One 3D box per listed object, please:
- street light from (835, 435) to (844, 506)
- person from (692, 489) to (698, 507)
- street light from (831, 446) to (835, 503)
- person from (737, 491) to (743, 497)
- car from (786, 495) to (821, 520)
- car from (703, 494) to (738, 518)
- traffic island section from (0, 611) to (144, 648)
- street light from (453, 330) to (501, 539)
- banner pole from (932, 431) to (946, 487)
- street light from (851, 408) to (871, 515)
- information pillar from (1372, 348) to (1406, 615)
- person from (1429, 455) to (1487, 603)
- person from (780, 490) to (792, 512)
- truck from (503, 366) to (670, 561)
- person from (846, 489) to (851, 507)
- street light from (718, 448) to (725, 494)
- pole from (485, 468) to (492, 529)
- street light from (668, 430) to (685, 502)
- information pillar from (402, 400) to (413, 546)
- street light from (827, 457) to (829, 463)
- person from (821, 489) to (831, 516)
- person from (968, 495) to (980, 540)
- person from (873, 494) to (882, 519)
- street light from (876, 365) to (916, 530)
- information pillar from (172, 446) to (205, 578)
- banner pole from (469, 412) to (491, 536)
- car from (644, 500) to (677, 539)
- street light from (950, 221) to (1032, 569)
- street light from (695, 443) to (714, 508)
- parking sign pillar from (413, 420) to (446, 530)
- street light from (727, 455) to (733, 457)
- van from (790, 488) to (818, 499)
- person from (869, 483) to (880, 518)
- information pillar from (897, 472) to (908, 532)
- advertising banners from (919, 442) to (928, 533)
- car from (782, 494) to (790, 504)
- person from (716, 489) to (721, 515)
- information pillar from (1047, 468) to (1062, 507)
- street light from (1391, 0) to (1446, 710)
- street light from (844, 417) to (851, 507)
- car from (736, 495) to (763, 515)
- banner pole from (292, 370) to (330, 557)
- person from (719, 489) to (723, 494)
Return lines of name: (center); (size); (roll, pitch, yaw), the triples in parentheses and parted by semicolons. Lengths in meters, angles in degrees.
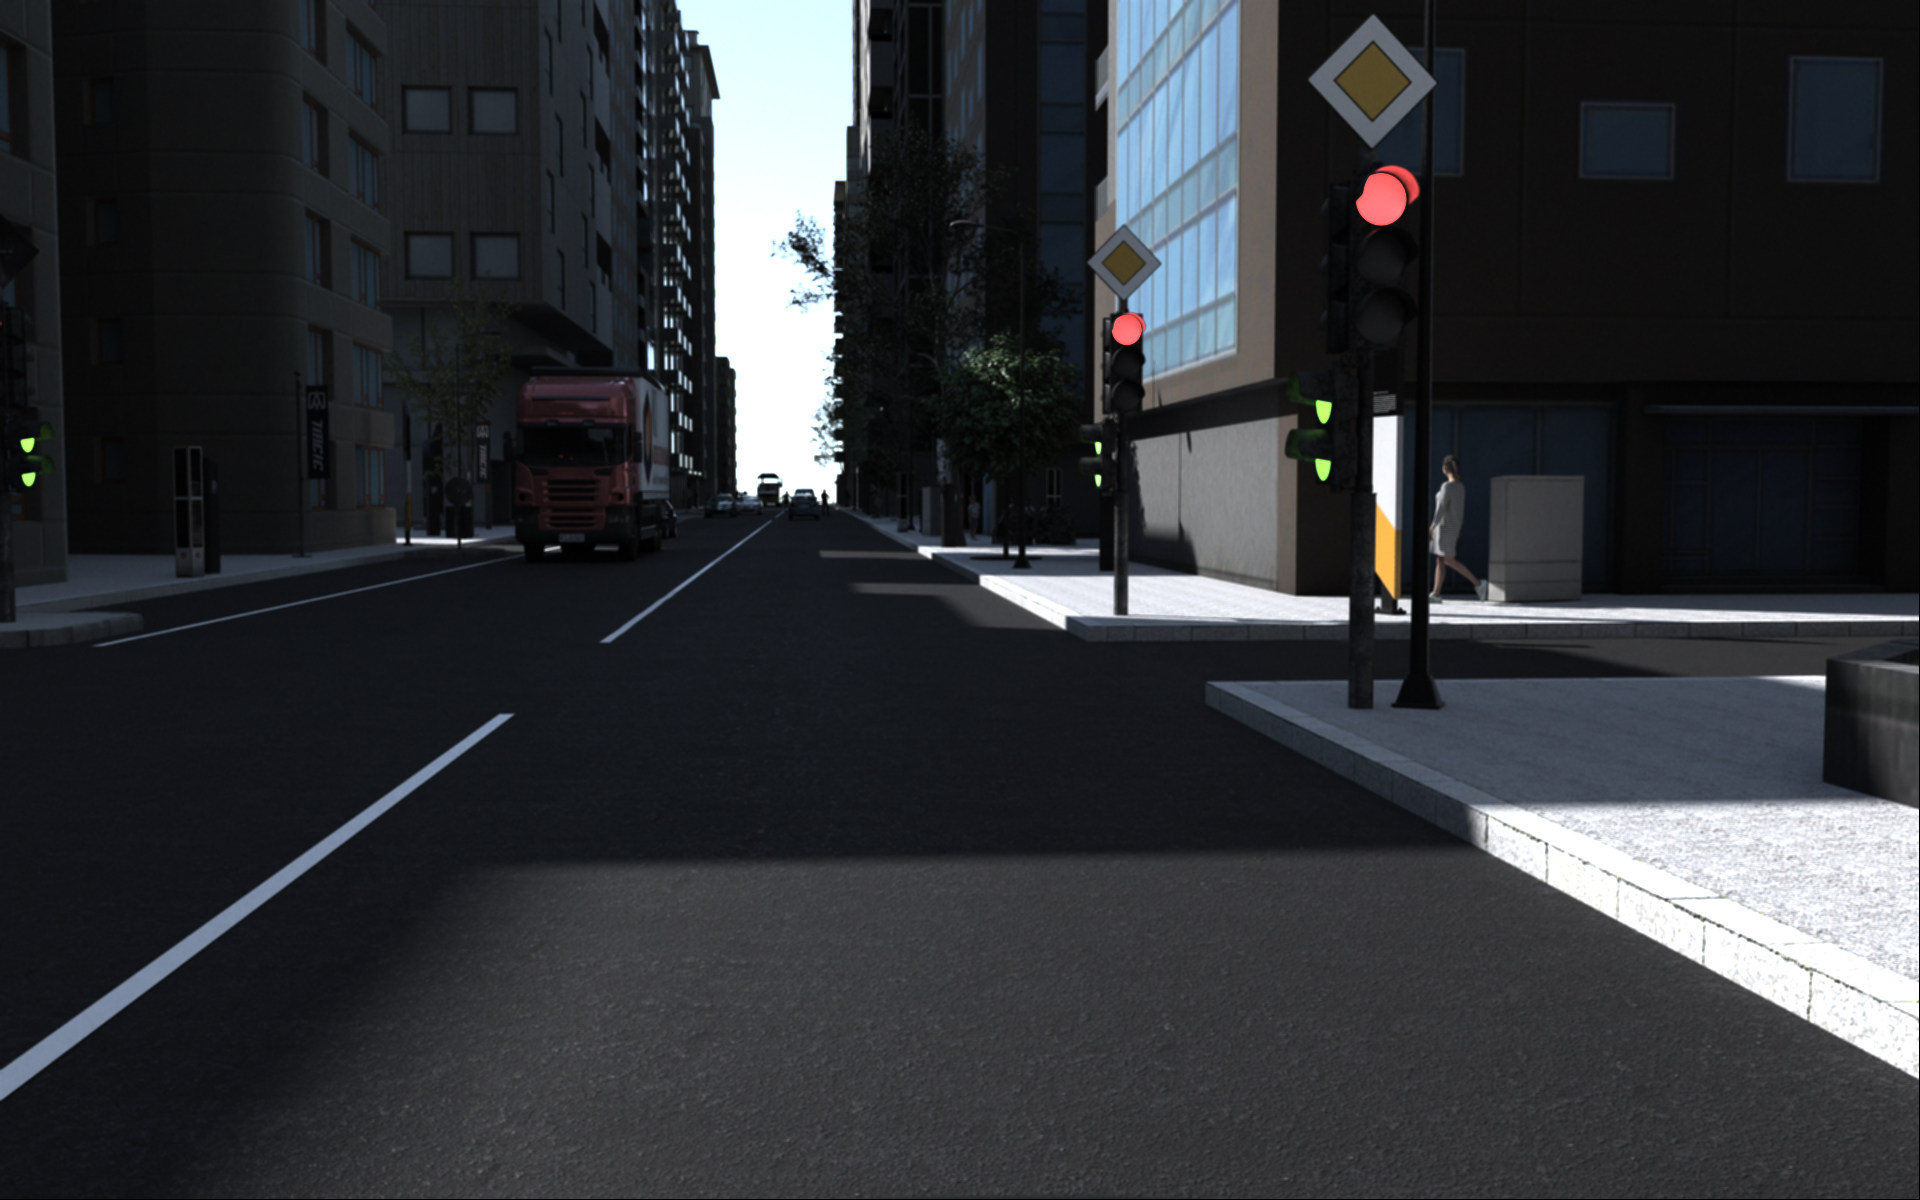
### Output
street light: (-8.866, -10.014, 136.274); (1.470, 5.913, 1.316); (0, 4, -5)
person: (-26.854, -10.370, 175.728); (0.705, 1.807, 1.348); (1, 4, 13)
street light: (-11.653, -11.956, 168.015); (1.470, 5.913, 1.316); (0, 4, -5)
person: (-26.628, -12.350, 210.387); (1.348, 1.831, 0.705); (-2, 4, -34)
car: (-8.859, -5.276, 98.258); (2.014, 1.417, 4.499); (0, 4, -6)
car: (-14.803, -5.836, 107.223); (2.131, 1.459, 4.920); (0, 4, -4)
traffic island section: (-9.571, 0.300, 17.372); (2.009, 0.180, 2.903); (0, 4, -5)
street light: (-13.717, -4.692, 49.255); (1.470, 5.913, 1.316); (0, 4, -5)
banner pole: (-0.873, -4.803, 68.554); (0.863, 3.779, 0.401); (2, 4, 34)
street light: (-4.975, -7.373, 93.093); (1.470, 5.913, 1.316); (0, 4, -5)
information pillar: (4.556, -1.659, 18.484); (0.183, 3.616, 0.504); (-2, 4, -24)
person: (5.761, -0.821, 20.218); (0.760, 1.731, 0.466); (0, 4, 8)
person: (-14.214, -8.112, 141.839); (1.217, 1.736, 0.721); (-2, 4, -25)
truck: (-8.439, -3.152, 40.451); (2.839, 4.237, 11.283); (0, 4, -5)
person: (-10.705, -9.784, 166.524); (0.721, 1.766, 1.217); (1, 4, 9)
street light: (-24.991, -12.450, 176.092); (1.470, 5.913, 1.316); (0, 4, -5)
pole: (-17.095, -4.213, 62.724); (0.158, 3.312, 0.155); (0, 3, 0)
street light: (-20.528, -9.328, 125.050); (1.470, 5.913, 1.316); (0, 4, -5)
information pillar: (-13.694, -3.152, 42.896); (0.183, 3.616, 0.504); (-2, 4, -28)
street light: (-13.391, -13.177, 187.983); (1.470, 5.913, 1.316); (0, 4, -5)
person: (-8.774, -6.411, 113.764); (0.568, 1.767, 0.683); (3, 5, 41)
person: (0.401, -2.285, 48.081); (0.332, 1.250, 0.352); (1, 4, 21)
person: (-4.249, -4.827, 89.239); (0.475, 1.303, 0.640); (1, 4, 10)
street light: (-2.280, -5.433, 61.373); (1.470, 5.913, 1.316); (0, 4, -5)
information pillar: (-11.882, -1.357, 26.682); (0.304, 2.012, 0.304); (1, 4, 15)
banner pole: (-14.616, -3.828, 52.599); (0.863, 3.779, 0.401); (1, 4, 13)
car: (-10.289, -2.694, 56.622); (1.945, 1.354, 3.894); (0, 4, -3)
street light: (0.530, -3.494, 29.664); (1.470, 5.913, 1.316); (0, 4, -5)
street light: (-23.323, -11.267, 156.761); (1.470, 5.913, 1.316); (0, 4, -5)
parking sign pillar: (-18.902, -4.505, 62.130); (1.447, 3.967, 1.447); (0, 4, -3)
street light: (-27.857, -14.427, 208.425); (1.470, 5.913, 1.316); (0, 4, -5)
van: (-11.245, -7.217, 125.008); (2.013, 2.044, 4.112); (0, 4, -6)
person: (-4.532, -5.247, 91.639); (0.655, 1.846, 0.447); (3, 5, 42)
information pillar: (-1.936, -3.292, 58.317); (0.304, 2.012, 0.304); (-1, 4, -17)
advertising banners: (-1.185, -3.752, 57.536); (0.090, 3.025, 2.074); (0, 4, 6)
car: (-22.545, -12.727, 220.082); (2.014, 1.417, 4.499); (0, 4, -6)
person: (-16.756, -6.816, 120.461); (0.721, 1.766, 1.217); (3, 4, 38)
information pillar: (2.672, -2.731, 49.149); (0.304, 2.012, 0.304); (3, 5, 40)
street light: (2.236, -2.307, 10.260); (1.470, 5.913, 1.316); (0, 4, -5)
street light: (-6.060, -8.075, 104.564); (1.470, 5.913, 1.316); (0, 4, -5)
car: (-14.778, -6.658, 121.224); (2.083, 1.381, 4.827); (0, 4, -4)
banner pole: (-13.174, -2.760, 35.149); (0.863, 3.779, 0.401); (0, 4, 5)
person: (-20.863, -8.802, 152.281); (0.599, 1.838, 0.709); (-2, 4, -24)
